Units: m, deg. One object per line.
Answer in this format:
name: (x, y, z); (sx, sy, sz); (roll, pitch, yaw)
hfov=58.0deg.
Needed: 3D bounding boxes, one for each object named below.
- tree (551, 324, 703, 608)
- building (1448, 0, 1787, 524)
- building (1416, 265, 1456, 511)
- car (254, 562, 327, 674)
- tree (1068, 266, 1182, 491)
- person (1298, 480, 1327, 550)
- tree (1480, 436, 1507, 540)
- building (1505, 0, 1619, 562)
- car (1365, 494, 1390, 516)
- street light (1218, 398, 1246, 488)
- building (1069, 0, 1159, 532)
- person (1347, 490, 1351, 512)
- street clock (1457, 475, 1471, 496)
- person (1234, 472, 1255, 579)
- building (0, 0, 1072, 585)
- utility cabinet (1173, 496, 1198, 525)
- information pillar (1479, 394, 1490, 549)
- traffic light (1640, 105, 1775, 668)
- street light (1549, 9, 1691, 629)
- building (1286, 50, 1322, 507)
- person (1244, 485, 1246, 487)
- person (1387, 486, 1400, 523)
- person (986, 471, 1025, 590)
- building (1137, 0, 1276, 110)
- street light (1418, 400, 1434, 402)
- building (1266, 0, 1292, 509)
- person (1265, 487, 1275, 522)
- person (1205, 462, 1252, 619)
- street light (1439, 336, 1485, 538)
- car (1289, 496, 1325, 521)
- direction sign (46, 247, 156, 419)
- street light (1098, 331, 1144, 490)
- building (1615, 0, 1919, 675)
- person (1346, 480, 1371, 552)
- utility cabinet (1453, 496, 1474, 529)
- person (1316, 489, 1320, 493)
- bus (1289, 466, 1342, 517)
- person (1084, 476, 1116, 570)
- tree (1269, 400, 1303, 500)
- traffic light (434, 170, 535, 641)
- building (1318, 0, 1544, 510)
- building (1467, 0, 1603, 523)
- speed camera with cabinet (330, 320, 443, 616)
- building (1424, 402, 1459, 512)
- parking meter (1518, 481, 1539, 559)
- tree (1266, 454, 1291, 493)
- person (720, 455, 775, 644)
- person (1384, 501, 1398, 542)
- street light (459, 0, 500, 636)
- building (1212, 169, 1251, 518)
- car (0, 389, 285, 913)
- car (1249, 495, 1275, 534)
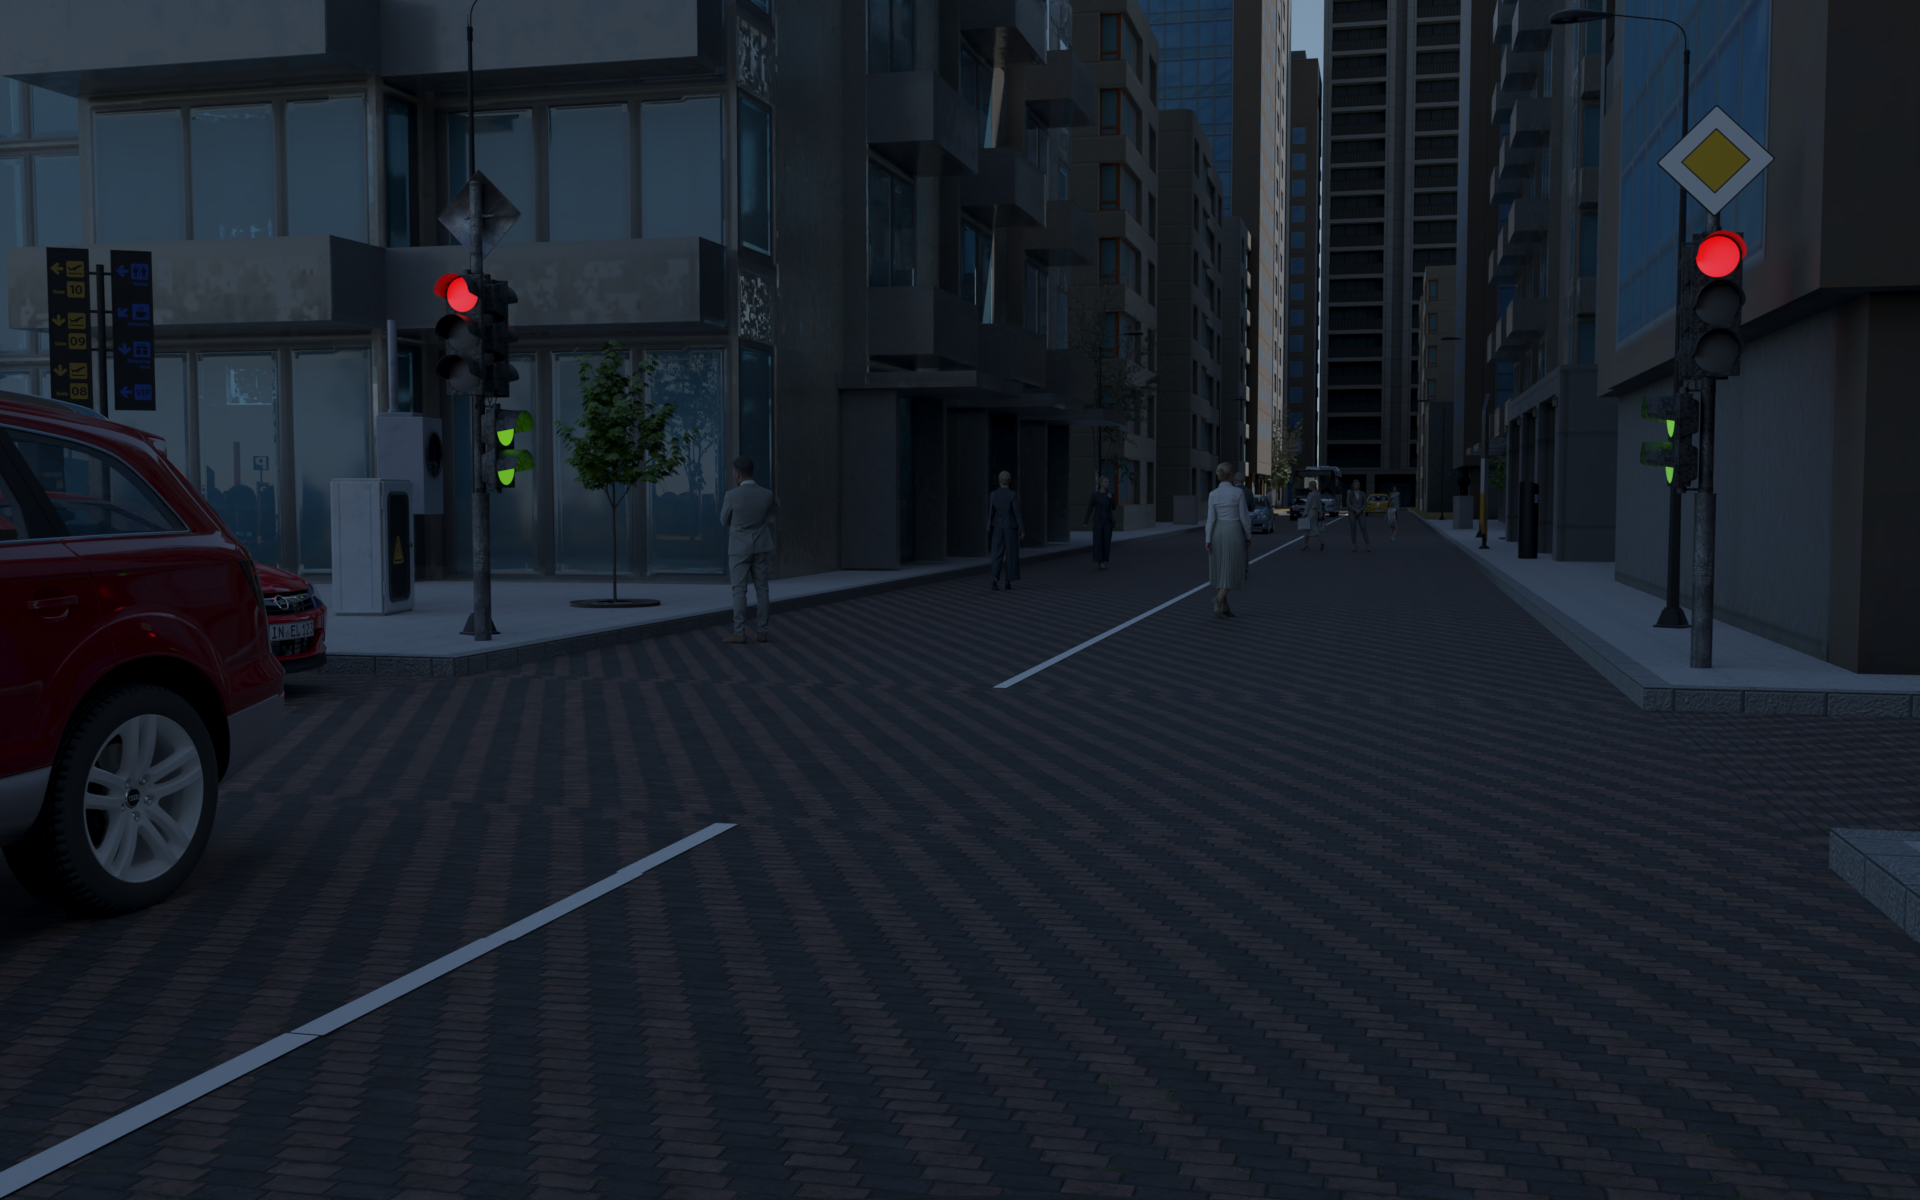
tree: (-4.031, -1.536, 19.723); (1.663, 3.219, 1.824); (0, 3, 0)
building: (33.540, -26.938, 90.551); (14.600, 45.320, 14.200); (1, 4, 14)
building: (52.155, -18.181, 142.296); (27.650, 21.520, 28.899); (1, 4, 14)
car: (-6.782, -0.218, 12.604); (4.494, 1.783, 2.155); (1, 4, 15)
tree: (4.667, -6.453, 55.877); (4.360, 8.622, 3.978); (0, 3, 0)
person: (9.031, -2.169, 44.319); (0.694, 1.780, 0.624); (-2, 4, -27)
tree: (15.818, -3.328, 49.012); (1.663, 3.219, 1.824); (0, 3, 0)
building: (22.323, -36.358, 32.705); (20.563, 71.187, 20.611); (1, 4, 14)
car: (27.289, -6.286, 113.000); (2.015, 1.641, 3.980); (1, 4, 13)
street light: (13.121, -6.819, 84.035); (1.470, 5.913, 1.316); (1, 4, 14)
building: (-4.365, -14.121, 75.926); (27.650, 21.520, 28.899); (1, 4, 14)
person: (30.765, -7.783, 136.477); (0.721, 1.736, 1.217); (1, 4, 12)
street clock: (19.330, -3.785, 66.456); (0.471, 2.002, 0.358); (-1, 4, -18)
person: (4.663, -1.267, 29.397); (0.661, 1.801, 0.590); (-2, 4, -25)
building: (-9.314, -25.563, 37.570); (23.786, 49.044, 30.456); (1, 4, 14)
utility cabinet: (9.450, -3.751, 72.486); (1.020, 1.237, 0.306); (2, 4, 34)
information pillar: (12.241, -2.999, 40.394); (0.183, 3.616, 0.504); (2, 4, 28)
traffic light: (5.464, -1.454, 12.700); (0.839, 4.253, 0.868); (1, 4, 14)
street light: (6.341, -2.697, 16.644); (1.470, 5.913, 1.316); (1, 4, 14)
building: (29.315, -32.213, 176.786); (14.200, 45.320, 14.600); (1, 4, 14)
person: (13.107, -4.360, 79.882); (0.850, 1.850, 0.679); (-3, 5, -44)
person: (21.037, -4.613, 84.010); (0.616, 1.811, 0.778); (2, 4, 25)
person: (0.680, -1.033, 25.813); (0.576, 1.772, 0.534); (0, 4, 3)
building: (15.064, -28.997, 124.205); (14.600, 45.320, 14.200); (1, 4, 14)
street light: (23.164, -6.882, 85.054); (1.470, 5.913, 1.316); (1, 4, 14)
building: (18.437, -43.770, 153.890); (20.611, 71.187, 20.563); (1, 4, 14)
person: (15.433, -4.744, 86.293); (0.641, 1.798, 0.478); (0, 4, -1)
person: (3.059, -0.688, 19.971); (0.478, 1.798, 0.641); (3, 4, 39)
street light: (14.832, -4.799, 51.011); (1.470, 5.913, 1.316); (1, 4, 14)
car: (18.978, -5.012, 94.525); (1.945, 1.354, 3.894); (1, 4, 15)
direction sign: (-7.953, -1.475, 16.112); (0.876, 3.537, 0.379); (-1, 4, -19)
street light: (4.551, -4.717, 49.664); (1.470, 5.913, 1.316); (1, 4, 14)
building: (14.470, -22.361, 15.710); (14.200, 45.320, 14.600); (1, 4, 14)
person: (9.937, -2.103, 43.153); (0.520, 1.790, 0.573); (-1, 4, -13)
utility cabinet: (18.434, -3.199, 63.463); (0.306, 1.237, 1.020); (3, 5, 44)
person: (20.406, -5.588, 99.728); (0.599, 1.838, 0.709); (-2, 4, -35)
bus: (23.152, -7.160, 111.921); (2.948, 3.499, 13.247); (1, 4, 14)
person: (2.677, -1.469, 32.935); (0.576, 1.772, 0.534); (-2, 4, -30)
tree: (24.365, -11.223, 133.859); (4.360, 8.622, 3.978); (0, 3, 0)
traffic light: (-4.163, -1.598, 15.053); (0.839, 4.253, 0.868); (1, 4, 14)
building: (47.512, -45.090, 175.469); (20.611, 71.187, 20.563); (1, 4, 14)
building: (32.254, -27.266, 65.410); (23.786, 49.044, 30.456); (1, 4, 14)
speed camera with cabinet: (-6.285, -1.514, 19.090); (0.660, 3.252, 2.038); (0, 4, 1)
building: (42.333, -48.833, 111.091); (22.319, 86.520, 31.000); (1, 4, 14)
parking meter: (11.291, -1.590, 34.400); (0.372, 1.533, 0.369); (0, 3, 0)
tree: (25.003, -9.491, 138.884); (4.285, 4.588, 4.351); (0, 3, 0)
person: (-2.080, -0.494, 16.764); (0.511, 1.800, 0.466); (-3, 5, -45)
person: (12.896, -2.351, 51.956); (0.382, 1.210, 0.505); (-3, 4, -36)
street light: (-3.873, -2.630, 15.546); (1.470, 5.913, 1.316); (1, 4, 14)
building: (2.640, -15.951, 105.836); (27.650, 21.520, 28.899); (1, 4, 14)
car: (-4.148, 0.240, 4.753); (2.281, 1.827, 5.304); (1, 4, 15)
car: (10.626, -3.171, 63.842); (2.014, 1.417, 4.499); (1, 4, 13)
